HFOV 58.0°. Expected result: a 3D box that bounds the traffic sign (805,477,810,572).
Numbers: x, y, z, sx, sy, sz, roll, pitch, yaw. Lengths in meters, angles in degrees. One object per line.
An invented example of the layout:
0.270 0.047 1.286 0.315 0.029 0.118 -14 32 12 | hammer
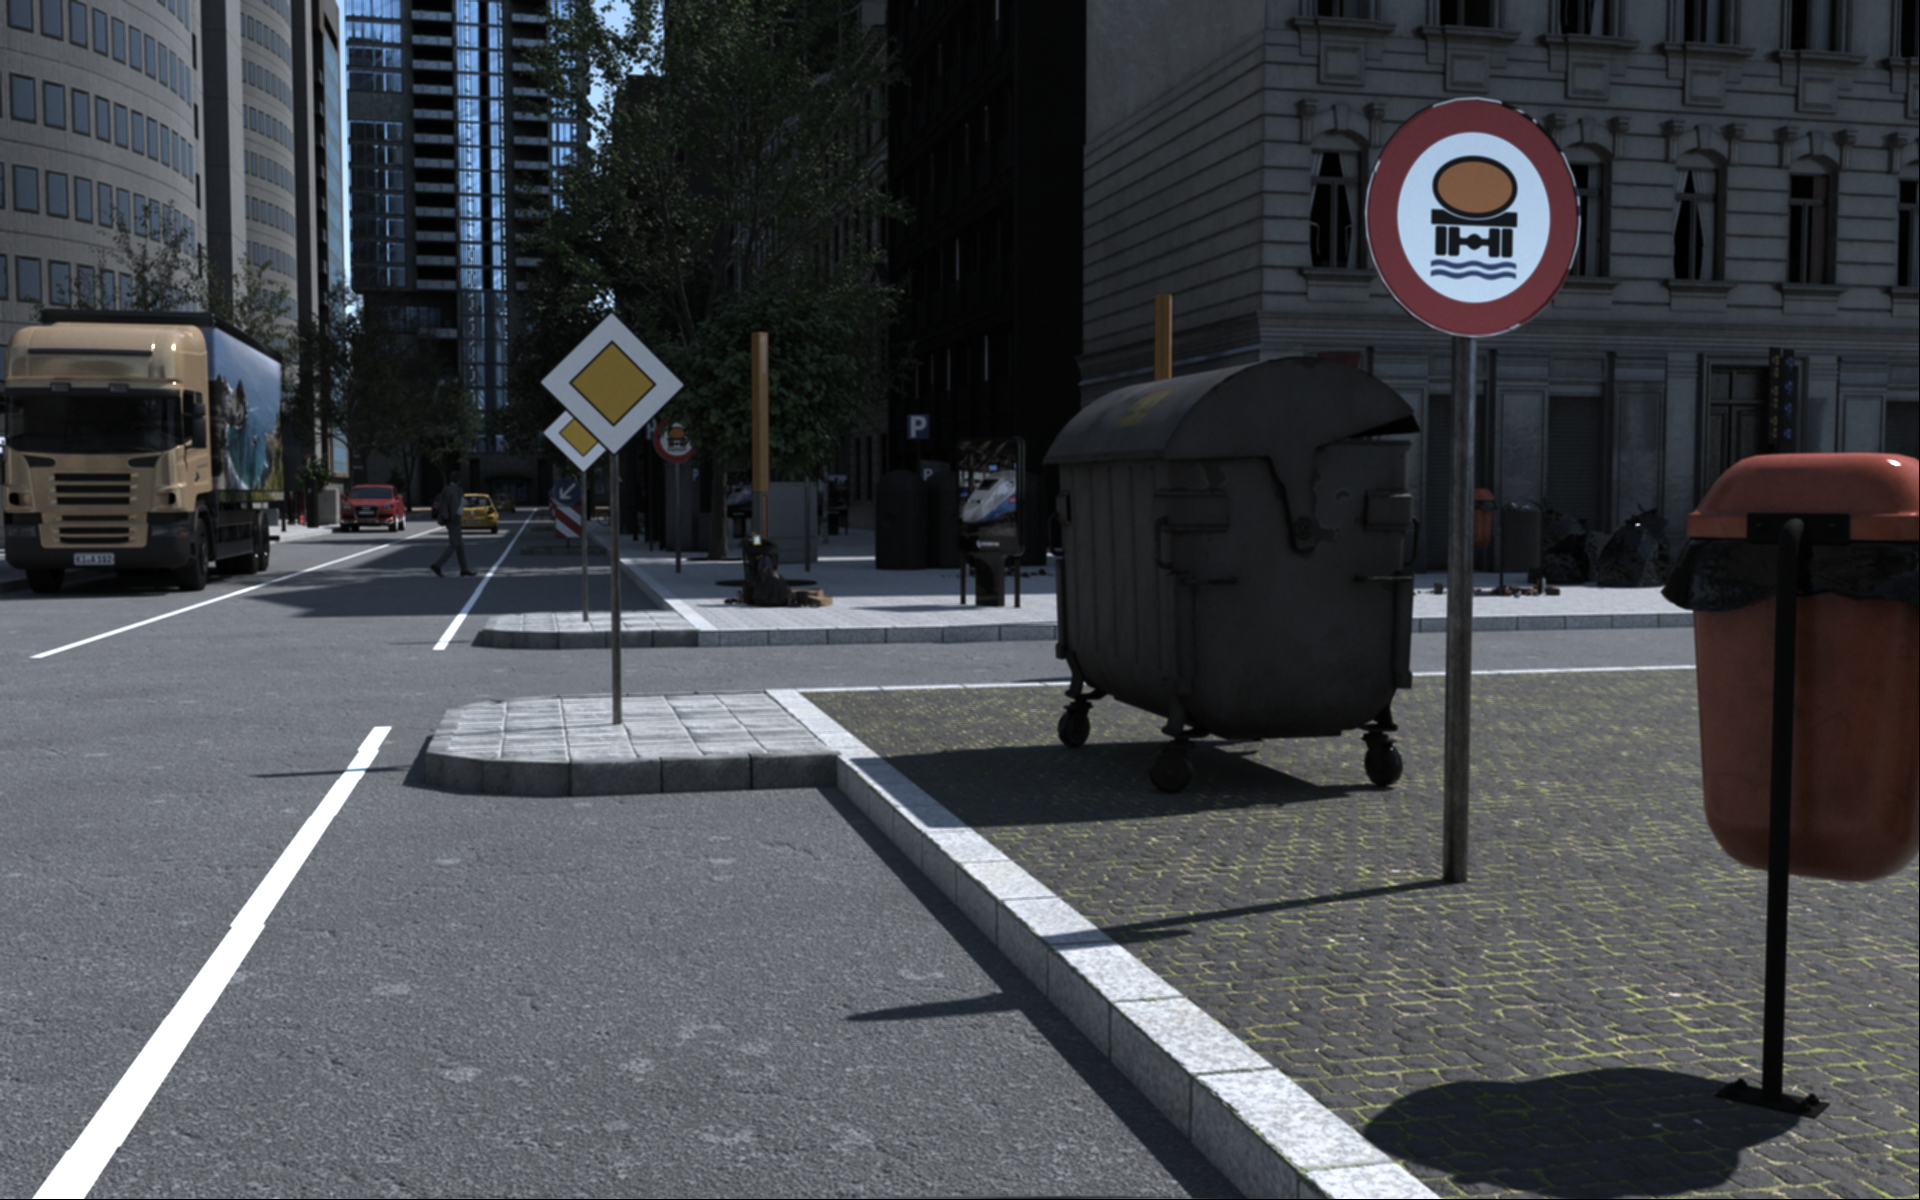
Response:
-2.520 -1.741 28.572 0.768 2.556 0.104 -1 4 -13 | traffic sign

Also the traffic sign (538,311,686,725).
-1.914 -0.364 9.591 0.795 2.450 0.064 -1 4 -13 | traffic sign

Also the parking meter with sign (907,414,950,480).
-0.532 -2.591 38.623 0.543 3.016 1.738 2 4 26 | parking meter with sign

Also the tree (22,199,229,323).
-20.229 -5.643 42.629 4.360 8.622 3.978 0 3 0 | tree

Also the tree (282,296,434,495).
-28.316 -8.968 81.047 7.601 10.594 8.767 -2 4 -33 | tree

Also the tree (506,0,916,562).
-4.682 -6.552 32.877 9.928 11.665 9.643 0 3 0 | tree

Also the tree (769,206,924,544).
-3.276 -5.756 44.478 4.737 8.622 4.395 0 3 0 | tree

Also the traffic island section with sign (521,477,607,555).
-9.518 -2.012 41.523 1.989 1.847 2.006 -1 4 -13 | traffic island section with sign

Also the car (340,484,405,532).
-22.529 -3.539 66.538 2.281 1.827 5.304 -1 4 -13 | car

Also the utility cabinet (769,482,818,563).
-3.202 -1.427 32.018 1.173 1.500 0.318 -3 5 -41 | utility cabinet

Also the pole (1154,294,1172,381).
2.083 -1.466 17.814 0.158 3.312 0.155 0 3 0 | pole

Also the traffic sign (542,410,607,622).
-3.770 -0.839 17.358 0.795 2.450 0.064 -1 4 -13 | traffic sign

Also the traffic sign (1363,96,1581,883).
1.644 -0.340 5.672 0.768 2.556 0.104 -1 4 -13 | traffic sign

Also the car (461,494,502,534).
-17.832 -3.259 63.501 2.015 1.641 3.980 -1 4 -14 | car

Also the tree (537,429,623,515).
-22.938 -11.623 108.169 7.486 12.596 7.792 0 3 0 | tree

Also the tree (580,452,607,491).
-34.425 -12.746 158.764 4.360 8.622 3.978 0 3 0 | tree

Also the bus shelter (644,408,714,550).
-7.114 -3.145 42.700 1.731 3.624 6.357 -1 4 -13 | bus shelter

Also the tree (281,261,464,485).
-31.635 -11.099 91.841 12.009 13.543 11.850 0 3 0 | tree

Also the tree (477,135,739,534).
-10.535 -8.456 55.266 9.611 12.733 9.660 0 3 0 | tree

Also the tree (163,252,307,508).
-21.686 -6.209 51.886 4.737 8.622 4.395 0 3 0 | tree

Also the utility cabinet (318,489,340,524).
-26.458 -3.888 72.247 1.173 1.500 0.318 1 4 16 | utility cabinet

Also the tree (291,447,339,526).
-26.343 -4.646 70.563 1.663 3.219 1.824 0 3 0 | tree

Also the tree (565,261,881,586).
-2.680 -2.497 24.542 4.285 4.588 4.351 0 3 0 | tree

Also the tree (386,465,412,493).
-36.539 -7.187 112.112 1.663 3.219 1.824 0 3 0 | tree

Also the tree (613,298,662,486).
-11.862 -6.965 64.248 4.737 8.622 4.395 0 3 0 | tree

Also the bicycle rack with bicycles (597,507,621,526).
-13.176 -3.502 70.640 2.925 0.926 2.852 0 4 -4 | bicycle rack with bicycles

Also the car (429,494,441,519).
-30.166 -5.690 102.077 2.155 1.783 4.494 -1 4 -15 | car

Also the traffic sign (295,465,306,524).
-28.443 -4.588 75.119 0.768 2.556 0.104 0 4 -6 | traffic sign

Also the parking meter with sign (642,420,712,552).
-6.170 -2.584 38.514 1.738 3.016 0.543 1 4 22 | parking meter with sign

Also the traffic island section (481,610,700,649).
-3.749 0.296 17.441 2.009 0.180 2.903 -1 4 -13 | traffic island section

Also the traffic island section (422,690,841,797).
-1.893 0.771 9.673 2.009 0.180 2.903 -1 4 -13 | traffic island section

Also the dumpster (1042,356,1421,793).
1.237 -0.147 8.167 1.264 1.857 1.865 -1 4 -14 | dumpster

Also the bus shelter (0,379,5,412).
-16.177 -2.026 27.055 2.014 3.302 5.546 -1 4 -13 | bus shelter

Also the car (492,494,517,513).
-34.716 -7.431 131.728 2.015 1.641 3.980 -1 4 -13 | car

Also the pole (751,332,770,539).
-2.524 -1.717 21.922 0.158 3.312 0.155 0 3 0 | pole

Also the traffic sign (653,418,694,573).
-4.584 -1.713 28.122 0.768 2.556 0.104 0 4 -4 | traffic sign

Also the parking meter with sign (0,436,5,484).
-29.525 -3.407 51.967 1.738 3.016 0.543 0 4 2 | parking meter with sign

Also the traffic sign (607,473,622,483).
-17.046 -5.253 85.883 0.884 2.594 0.081 -1 4 -12 | traffic sign
